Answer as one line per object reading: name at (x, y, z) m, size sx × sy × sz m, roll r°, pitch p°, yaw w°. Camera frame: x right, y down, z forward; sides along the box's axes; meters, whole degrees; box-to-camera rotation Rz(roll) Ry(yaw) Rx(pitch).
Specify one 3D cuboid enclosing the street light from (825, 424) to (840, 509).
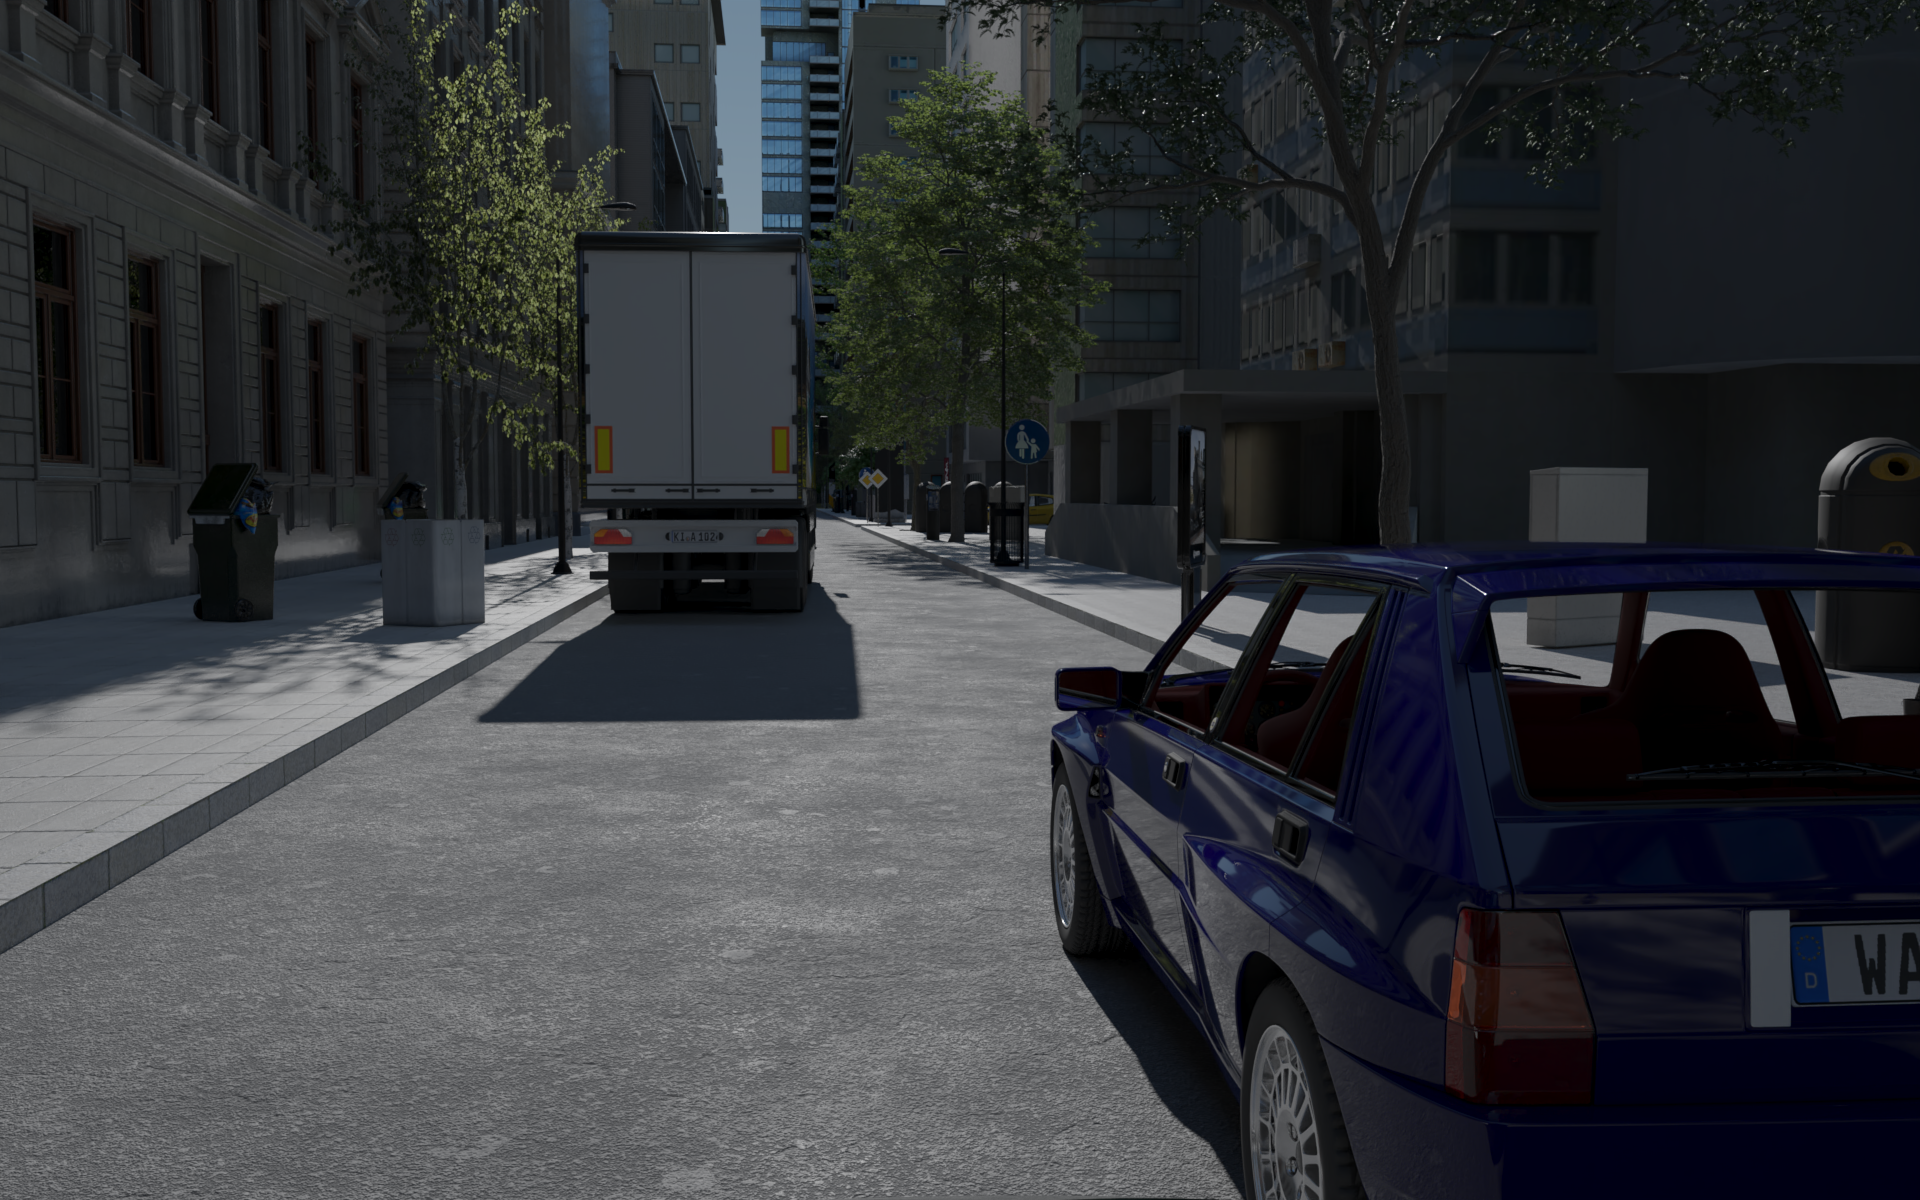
street light at (-8.327, -8.709, 114.936) m, size 1.470 × 5.913 × 1.316 m, roll 0°, pitch 4°, yaw -6°

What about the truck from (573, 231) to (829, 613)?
truck at (-3.270, -2.156, 24.171) m, size 2.839 × 4.237 × 11.283 m, roll 0°, pitch 4°, yaw -4°

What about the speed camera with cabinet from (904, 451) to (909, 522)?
speed camera with cabinet at (-3.029, -5.249, 80.150) m, size 0.660 × 3.252 × 2.038 m, roll -2°, pitch 4°, yaw -26°

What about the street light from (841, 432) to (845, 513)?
street light at (-4.628, -6.561, 79.811) m, size 1.470 × 5.913 × 1.316 m, roll 0°, pitch 4°, yaw -6°

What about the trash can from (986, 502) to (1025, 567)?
trash can at (0.835, -1.169, 30.767) m, size 0.748 × 1.137 × 0.748 m, roll 0°, pitch 3°, yaw 0°

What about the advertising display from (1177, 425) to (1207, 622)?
advertising display at (2.222, -0.695, 16.583) m, size 0.123 × 1.923 × 0.974 m, roll 1°, pitch 4°, yaw 17°

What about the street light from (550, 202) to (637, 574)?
street light at (-5.849, -3.373, 27.688) m, size 1.470 × 5.913 × 1.316 m, roll 0°, pitch 4°, yaw -6°

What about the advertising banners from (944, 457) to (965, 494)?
advertising banners at (-0.283, -5.246, 81.954) m, size 0.090 × 3.025 × 2.074 m, roll -2°, pitch 4°, yaw -27°

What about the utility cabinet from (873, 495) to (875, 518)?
utility cabinet at (-4.232, -4.573, 85.923) m, size 0.306 × 1.237 × 1.020 m, roll -1°, pitch 4°, yaw -14°

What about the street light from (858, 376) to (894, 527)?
street light at (-3.335, -5.841, 68.043) m, size 1.470 × 5.913 × 1.316 m, roll 0°, pitch 4°, yaw -6°

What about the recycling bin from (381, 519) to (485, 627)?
recycling bin at (-5.196, -0.278, 17.094) m, size 0.722 × 1.027 × 0.722 m, roll 2°, pitch 4°, yaw 26°

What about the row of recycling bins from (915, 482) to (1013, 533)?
row of recycling bins at (0.170, -3.098, 57.759) m, size 3.534 × 1.692 × 1.069 m, roll 1°, pitch 4°, yaw 19°

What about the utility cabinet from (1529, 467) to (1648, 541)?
utility cabinet at (5.312, -0.367, 14.680) m, size 1.173 × 1.500 × 0.318 m, roll -2°, pitch 4°, yaw -33°

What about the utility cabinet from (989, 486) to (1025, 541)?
utility cabinet at (1.301, -2.351, 47.112) m, size 0.318 × 1.500 × 1.173 m, roll -3°, pitch 5°, yaw -44°

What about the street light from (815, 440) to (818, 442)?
street light at (-12.074, -10.855, 150.014) m, size 1.470 × 5.913 × 1.316 m, roll 0°, pitch 4°, yaw -6°

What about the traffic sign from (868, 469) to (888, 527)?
traffic sign at (-3.227, -3.943, 68.103) m, size 0.795 × 2.450 × 0.064 m, roll 0°, pitch 4°, yaw -6°

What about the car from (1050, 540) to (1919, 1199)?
car at (1.272, 0.506, 4.306) m, size 1.945 × 1.354 × 3.894 m, roll 0°, pitch 4°, yaw -5°

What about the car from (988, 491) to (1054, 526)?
car at (2.661, -3.884, 73.724) m, size 3.980 × 1.641 × 2.015 m, roll 0°, pitch 4°, yaw -5°

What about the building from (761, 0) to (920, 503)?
building at (-16.305, -57.051, 245.447) m, size 31.000 × 86.520 × 22.319 m, roll 0°, pitch 4°, yaw -6°

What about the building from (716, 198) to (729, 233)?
building at (-39.065, -34.084, 240.859) m, size 14.086 × 41.232 × 14.154 m, roll 0°, pitch 4°, yaw -6°

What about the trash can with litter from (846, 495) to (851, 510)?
trash can with litter at (-8.719, -7.789, 138.734) m, size 0.624 × 1.170 × 1.055 m, roll -1°, pitch 4°, yaw -21°

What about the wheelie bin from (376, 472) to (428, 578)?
wheelie bin at (-8.105, -1.059, 25.219) m, size 0.693 × 1.594 × 0.980 m, roll -2°, pitch 4°, yaw -27°

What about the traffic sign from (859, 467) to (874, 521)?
traffic sign at (-4.419, -5.041, 82.527) m, size 0.768 × 2.556 × 0.104 m, roll 0°, pitch 4°, yaw 3°

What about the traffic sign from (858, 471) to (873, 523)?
traffic sign at (-4.065, -4.428, 76.044) m, size 0.795 × 2.450 × 0.064 m, roll 0°, pitch 4°, yaw -6°

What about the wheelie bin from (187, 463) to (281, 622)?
wheelie bin at (-7.370, -0.593, 17.607) m, size 0.980 × 1.594 × 0.693 m, roll 2°, pitch 4°, yaw 28°

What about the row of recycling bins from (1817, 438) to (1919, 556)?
row of recycling bins at (7.783, -0.293, 11.899) m, size 3.534 × 1.692 × 1.069 m, roll 3°, pitch 5°, yaw 41°

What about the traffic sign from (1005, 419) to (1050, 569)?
traffic sign at (1.142, -1.799, 29.517) m, size 0.768 × 2.556 × 0.104 m, roll 0°, pitch 4°, yaw -3°

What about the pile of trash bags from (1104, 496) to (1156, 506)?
pile of trash bags at (4.919, -2.076, 43.689) m, size 3.447 × 1.369 × 1.912 m, roll 1°, pitch 4°, yaw 11°

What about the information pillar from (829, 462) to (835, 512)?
information pillar at (-9.194, -8.158, 124.737) m, size 0.504 × 3.616 × 0.183 m, roll 1°, pitch 4°, yaw 21°

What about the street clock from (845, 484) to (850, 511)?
street clock at (-8.302, -7.542, 127.886) m, size 0.358 × 2.002 × 0.471 m, roll 0°, pitch 4°, yaw 4°

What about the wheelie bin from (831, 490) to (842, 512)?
wheelie bin at (-8.588, -6.969, 121.858) m, size 0.980 × 1.594 × 0.693 m, roll 1°, pitch 4°, yaw 12°

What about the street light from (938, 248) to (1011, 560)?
street light at (0.290, -3.695, 32.951) m, size 1.470 × 5.913 × 1.316 m, roll 0°, pitch 4°, yaw -6°

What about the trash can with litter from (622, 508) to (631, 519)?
trash can with litter at (-10.153, -2.476, 51.863) m, size 1.055 × 1.170 × 0.624 m, roll -1°, pitch 4°, yaw -19°
